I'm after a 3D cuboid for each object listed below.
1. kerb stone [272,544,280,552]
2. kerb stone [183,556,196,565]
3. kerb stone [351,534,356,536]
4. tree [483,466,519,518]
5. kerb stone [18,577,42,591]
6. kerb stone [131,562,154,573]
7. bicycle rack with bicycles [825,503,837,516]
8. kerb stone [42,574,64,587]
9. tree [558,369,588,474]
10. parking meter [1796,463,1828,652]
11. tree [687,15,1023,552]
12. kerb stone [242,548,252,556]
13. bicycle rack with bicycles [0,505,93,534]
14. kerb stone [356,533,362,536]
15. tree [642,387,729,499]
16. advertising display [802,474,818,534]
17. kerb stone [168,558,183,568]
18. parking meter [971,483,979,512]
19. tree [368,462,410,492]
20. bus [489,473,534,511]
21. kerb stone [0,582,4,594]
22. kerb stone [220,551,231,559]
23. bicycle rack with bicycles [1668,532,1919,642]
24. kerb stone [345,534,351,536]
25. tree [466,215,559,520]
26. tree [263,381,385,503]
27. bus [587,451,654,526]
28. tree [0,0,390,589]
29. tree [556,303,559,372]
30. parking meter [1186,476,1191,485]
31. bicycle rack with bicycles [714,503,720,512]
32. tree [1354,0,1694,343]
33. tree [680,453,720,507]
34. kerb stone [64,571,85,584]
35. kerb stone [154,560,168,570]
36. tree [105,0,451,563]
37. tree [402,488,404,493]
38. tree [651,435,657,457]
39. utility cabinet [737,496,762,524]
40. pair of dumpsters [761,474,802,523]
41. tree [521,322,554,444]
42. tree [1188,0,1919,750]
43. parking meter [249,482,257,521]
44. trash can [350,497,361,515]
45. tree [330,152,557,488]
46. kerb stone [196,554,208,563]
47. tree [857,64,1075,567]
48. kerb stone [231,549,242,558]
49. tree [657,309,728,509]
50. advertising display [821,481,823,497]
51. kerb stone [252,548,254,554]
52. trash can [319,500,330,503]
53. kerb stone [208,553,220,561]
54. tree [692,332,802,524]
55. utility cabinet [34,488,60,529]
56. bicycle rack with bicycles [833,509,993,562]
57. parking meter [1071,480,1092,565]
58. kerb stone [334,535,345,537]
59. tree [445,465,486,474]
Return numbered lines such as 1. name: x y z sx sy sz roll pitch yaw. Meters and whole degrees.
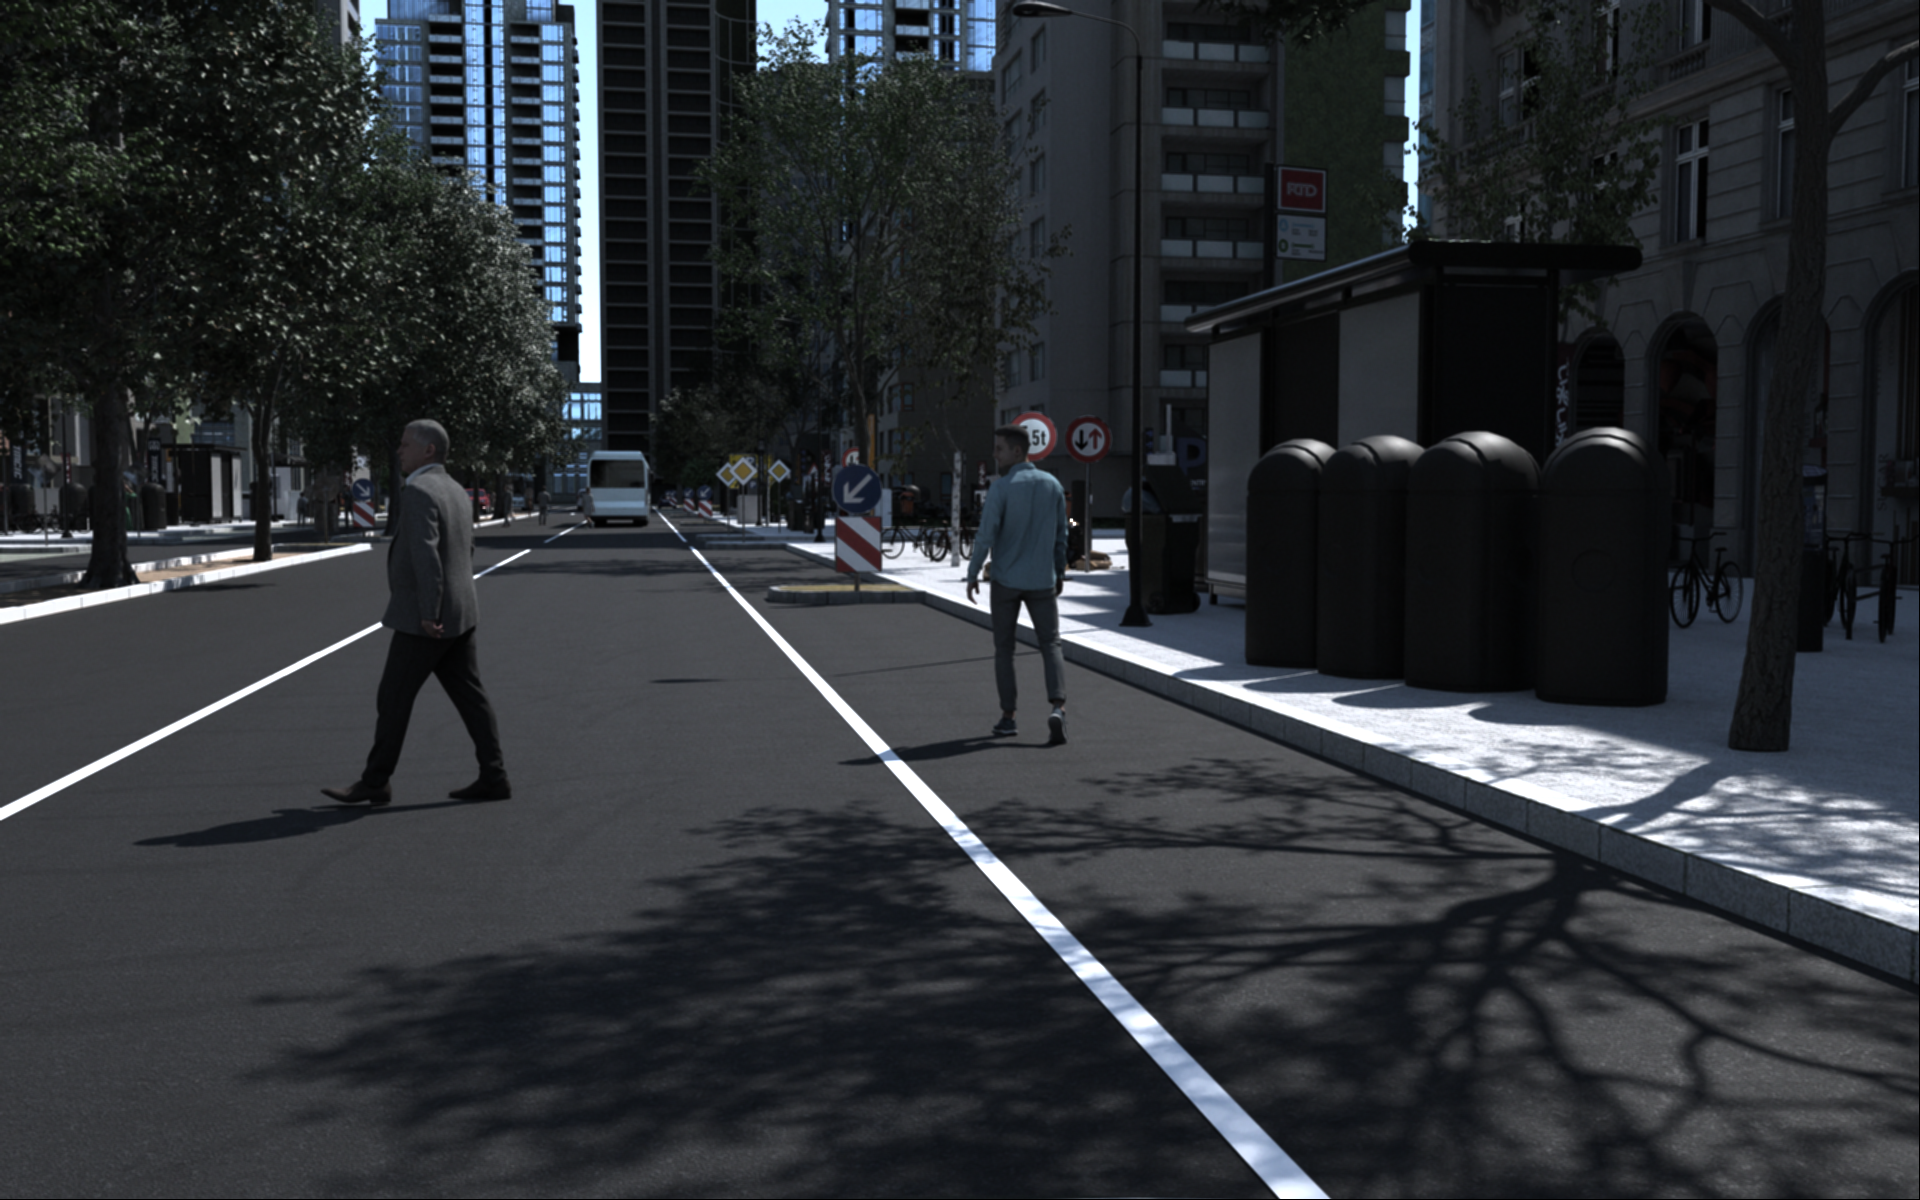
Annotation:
1. kerb stone: -17.299 -1.332 43.975 0.120 0.150 1.000 -1 4 -10
2. kerb stone: -15.629 -0.776 34.878 0.120 0.150 1.000 -1 4 -10
3. kerb stone: -19.261 -1.974 54.605 0.120 0.150 1.000 -1 4 -10
4. tree: -28.181 -9.496 108.086 4.360 8.622 3.978 0 3 0
5. kerb stone: -13.961 -0.221 25.812 0.120 0.150 1.000 -1 4 -10
6. kerb stone: -15.073 -0.586 31.846 0.120 0.150 1.000 -1 4 -10
7. bicycle rack with bicycles: -7.402 -5.418 101.972 2.852 0.926 2.925 3 4 36
8. kerb stone: -14.146 -0.283 26.819 0.120 0.150 1.000 -1 4 -10
9. tree: -25.383 -10.739 95.050 9.611 12.733 9.660 0 3 0
10. parking meter: 6.872 -0.352 14.168 0.372 1.533 0.369 0 3 0
11. tree: -2.223 -6.884 38.312 9.928 11.665 9.643 0 3 0
12. kerb stone: -16.559 -1.085 39.928 0.120 0.150 1.000 -1 4 -10
13. bicycle rack with bicycles: -29.907 -2.642 56.574 2.925 0.926 2.852 -1 4 -20
14. kerb stone: -19.442 -2.044 55.616 0.120 0.150 1.000 -1 4 -10
15. tree: -31.258 -17.895 199.243 9.857 13.997 8.962 0 3 0
16. advertising display: -4.908 -3.115 56.147 0.123 1.923 0.974 -2 4 -23
17. kerb stone: -15.437 -0.714 33.867 0.120 0.150 1.000 -1 4 -10
18. parking meter: 0.795 -5.413 94.217 0.399 1.863 0.255 -2 4 -33
19. tree: -40.704 -8.609 124.474 4.285 4.588 4.351 0 3 0
20. bus: -38.276 -9.391 148.395 2.948 3.499 13.247 -1 4 -10
21. kerb stone: -13.775 -0.157 24.807 0.120 0.150 1.000 -1 4 -10
22. kerb stone: -16.188 -0.956 37.903 0.120 0.150 1.000 -1 4 -10
23. bicycle rack with bicycles: 7.859 -0.192 16.520 2.852 0.926 2.925 3 4 38
24. kerb stone: -19.074 -1.921 53.599 0.120 0.150 1.000 -1 4 -10
25. tree: -18.232 -8.327 55.617 9.611 12.733 9.660 0 3 0
26. tree: -34.675 -9.835 95.217 7.601 10.594 8.767 0 4 -1
27. bus: -15.770 -5.247 80.644 2.948 3.499 13.247 -1 4 -10
28. tree: -13.051 -6.535 26.320 9.611 12.733 9.660 0 3 0
29. tree: -21.886 -10.153 75.115 9.857 13.997 8.962 0 3 0
30. parking meter: 7.228 -3.061 55.759 0.255 1.863 0.399 -1 4 -22
31. bicycle rack with bicycles: -15.993 -6.628 121.742 2.925 0.926 2.852 1 4 15
32. tree: 7.924 -4.497 23.893 4.737 8.622 4.395 0 3 0
33. tree: -20.622 -9.487 138.833 4.285 4.588 4.351 0 3 0
34. kerb stone: -14.330 -0.340 27.824 0.120 0.150 1.000 -1 4 -10
35. kerb stone: -15.266 -0.648 32.859 0.120 0.150 1.000 -1 4 -10
36. tree: -14.577 -6.598 36.089 9.928 11.665 9.643 0 3 0
37. tree: -42.616 -8.491 133.427 1.663 3.219 1.824 0 3 0
38. tree: -16.174 -11.292 119.043 8.767 10.594 7.601 1 4 9
39. utility cabinet: -8.999 -3.842 73.981 1.020 1.237 0.306 -2 4 -25
40. pair of dumpsters: -8.092 -4.664 78.751 1.574 2.255 4.437 -1 4 -10
41. tree: -23.855 -9.611 85.347 9.928 11.665 9.643 0 3 0
42. tree: 4.339 -4.517 8.264 7.601 10.594 8.767 1 4 21
43. parking meter: -33.736 -4.711 82.731 0.399 1.863 0.255 3 5 45
44. trash can: -36.164 -5.624 103.613 0.748 1.137 0.748 0 3 0
45. tree: -20.229 -9.554 65.314 9.857 13.997 8.962 0 3 0
46. kerb stone: -15.816 -0.837 35.889 0.120 0.150 1.000 -1 4 -10
47. tree: -0.049 -4.907 30.597 4.360 8.622 3.978 0 3 0
48. kerb stone: -16.375 -1.023 38.921 0.120 0.150 1.000 -1 4 -10
49. tree: -6.135 -7.846 62.690 8.767 10.594 7.601 -1 4 -14
50. advertising display: -6.801 -4.604 80.488 0.974 1.923 0.123 2 4 28
51. kerb stone: -16.752 -1.142 40.940 0.120 0.150 1.000 -1 4 -10
52. trash can: -36.071 -5.296 98.249 0.748 1.137 0.748 0 3 0
53. kerb stone: -16.004 -0.899 36.894 0.120 0.150 1.000 -1 4 -10
54. tree: -8.284 -7.500 72.985 4.360 8.622 3.978 0 3 0
55. utility cabinet: -33.184 -3.316 62.896 1.173 1.500 0.318 -1 4 -21
56. bicycle rack with bicycles: -0.415 -1.276 34.248 2.852 0.926 2.925 3 5 42
57. parking meter: 2.217 -1.415 31.551 0.372 1.533 0.369 0 3 0
58. kerb stone: -18.891 -1.859 52.593 0.120 0.150 1.000 -1 4 -10
59. tree: -47.714 -14.125 165.351 8.767 10.594 7.601 0 4 -1
